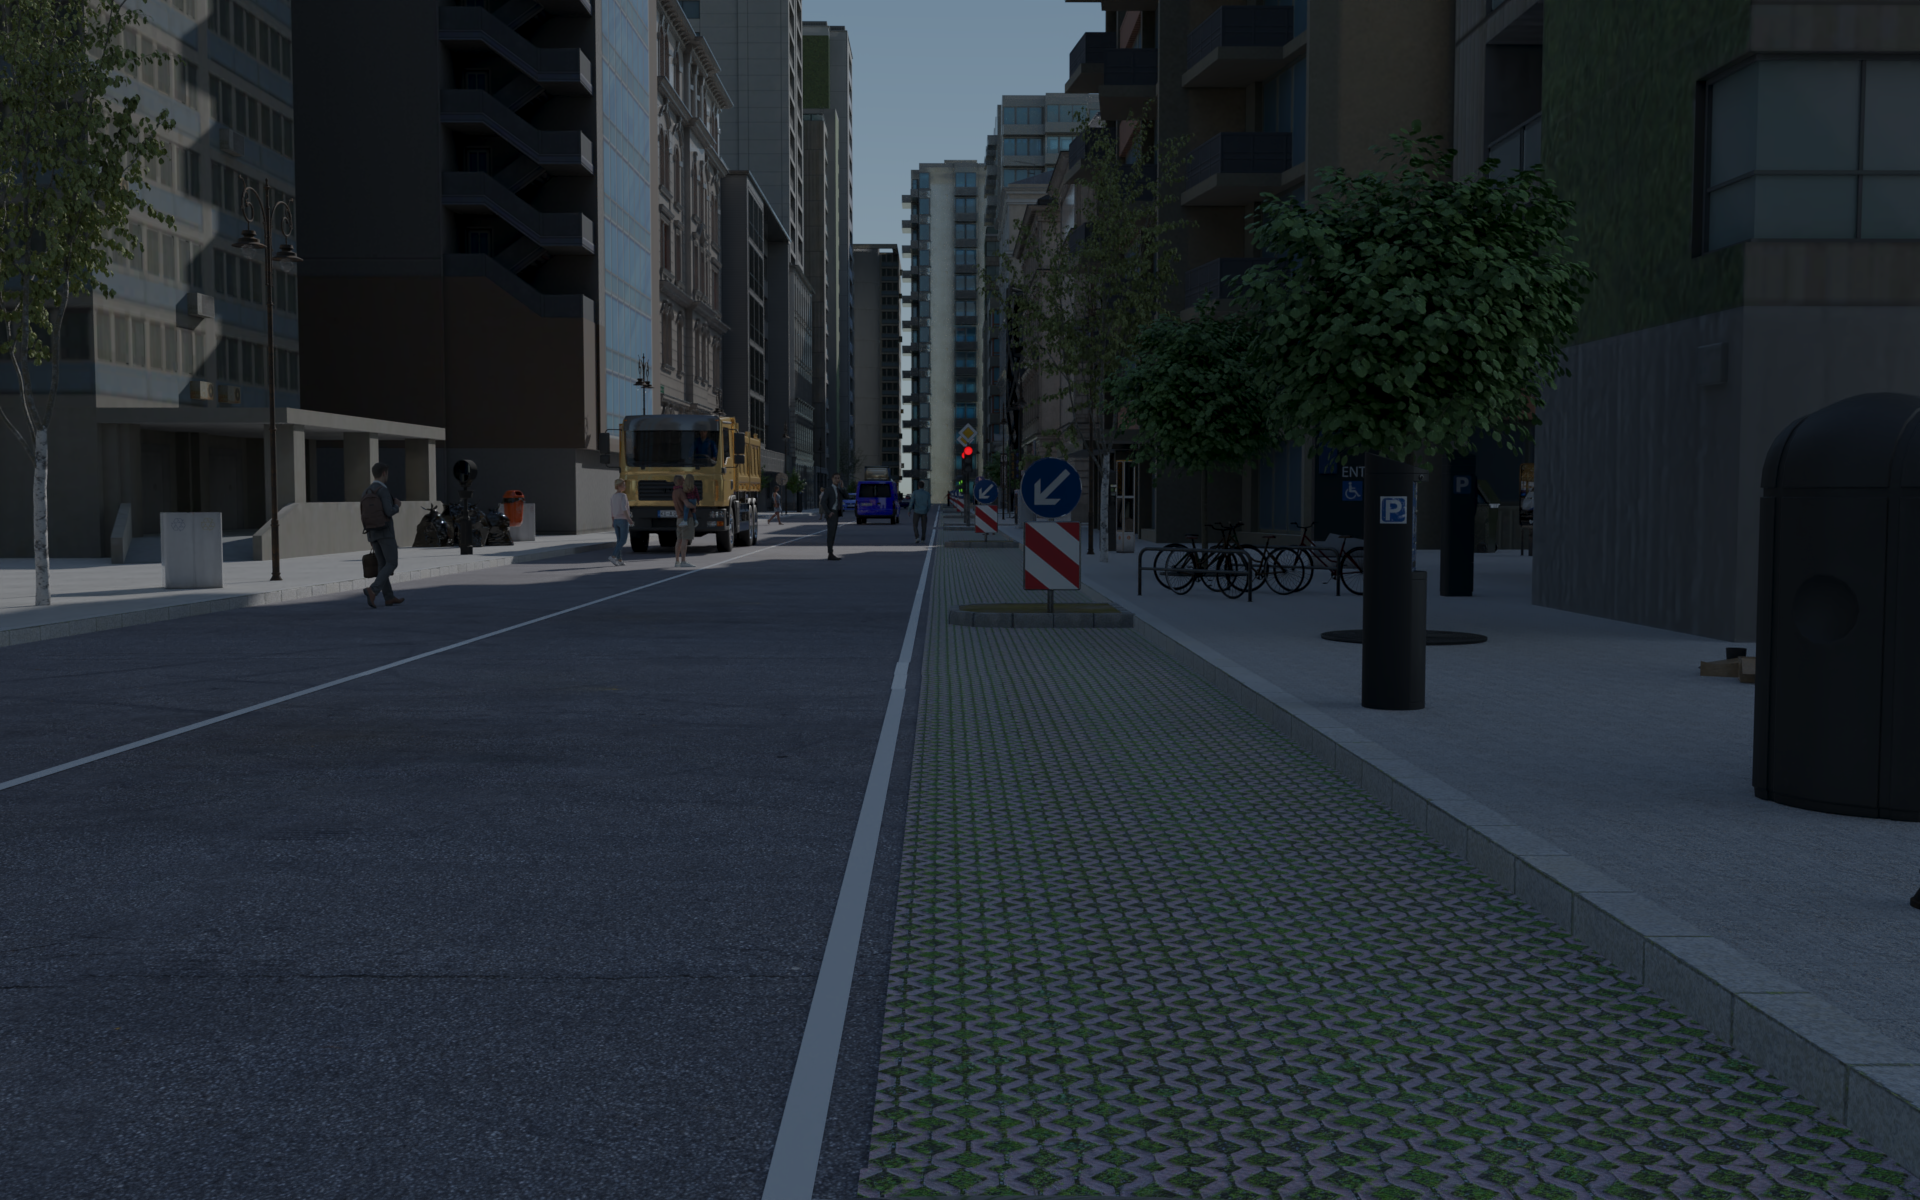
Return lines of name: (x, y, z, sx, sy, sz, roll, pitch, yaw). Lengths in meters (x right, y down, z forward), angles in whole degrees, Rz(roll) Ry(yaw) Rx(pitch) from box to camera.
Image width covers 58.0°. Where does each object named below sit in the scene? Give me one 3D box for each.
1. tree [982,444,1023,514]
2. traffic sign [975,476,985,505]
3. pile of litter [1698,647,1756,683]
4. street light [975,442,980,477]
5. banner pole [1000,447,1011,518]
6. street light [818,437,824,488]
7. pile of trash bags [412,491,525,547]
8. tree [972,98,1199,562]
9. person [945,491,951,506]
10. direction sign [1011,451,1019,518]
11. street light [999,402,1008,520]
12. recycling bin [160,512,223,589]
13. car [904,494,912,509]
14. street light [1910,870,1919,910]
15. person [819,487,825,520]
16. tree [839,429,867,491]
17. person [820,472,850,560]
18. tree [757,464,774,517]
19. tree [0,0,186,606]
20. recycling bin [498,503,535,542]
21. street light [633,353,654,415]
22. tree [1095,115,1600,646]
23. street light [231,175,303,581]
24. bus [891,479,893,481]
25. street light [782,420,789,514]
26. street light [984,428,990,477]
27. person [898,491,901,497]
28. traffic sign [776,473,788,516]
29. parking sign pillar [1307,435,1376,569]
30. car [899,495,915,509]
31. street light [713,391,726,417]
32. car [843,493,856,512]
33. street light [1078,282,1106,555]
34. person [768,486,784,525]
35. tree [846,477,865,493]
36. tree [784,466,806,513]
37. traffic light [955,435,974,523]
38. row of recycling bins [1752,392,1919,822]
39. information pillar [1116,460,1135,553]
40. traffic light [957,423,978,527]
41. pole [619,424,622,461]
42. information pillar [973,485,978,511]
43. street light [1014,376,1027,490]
tree: (3.097, -7.921, 113.225, 4.285, 4.588, 4.351, 0, 3, 0)
traffic sign: (1.449, -7.536, 123.324, 0.768, 2.556, 0.104, 0, 4, 6)
pile of litter: (5.841, 0.132, 11.800, 1.176, 0.858, 1.719, -1, 4, -12)
street light: (1.546, -10.881, 150.696, 0.468, 5.910, 1.993, 0, 4, -1)
banner pole: (2.473, -6.268, 92.493, 0.863, 3.779, 0.401, 3, 4, 36)
street light: (-11.295, -10.251, 140.384, 0.468, 5.910, 1.993, 0, 4, -1)
pile of trash bags: (-11.951, -2.042, 43.141, 1.912, 1.369, 3.447, 1, 4, 20)
tree: (2.607, -5.028, 32.576, 4.737, 8.622, 4.395, 0, 3, 0)
person: (-1.356, -11.759, 200.697, 0.705, 1.831, 1.348, 3, 4, 38)
direction sign: (2.895, -6.059, 91.067, 0.379, 3.537, 0.876, -2, 4, -25)
street light: (2.177, -6.974, 86.821, 0.468, 5.910, 1.993, 0, 4, -1)
recycling bin: (-10.524, -0.683, 23.721, 0.722, 1.027, 0.722, -2, 4, -28)
car: (-4.689, -9.983, 172.259, 2.155, 1.783, 4.494, 0, 4, 0)
street light: (3.047, -1.982, 5.189, 0.468, 5.910, 1.993, 0, 4, -1)
person: (-7.550, -5.327, 95.829, 0.641, 1.798, 0.478, 2, 4, 33)
tree: (-12.459, -14.712, 190.904, 4.360, 8.622, 3.978, 0, 3, 0)
person: (-2.703, -1.823, 37.669, 0.474, 1.900, 0.648, 2, 4, 24)
tree: (-11.324, -6.165, 95.398, 1.663, 3.219, 1.824, 0, 3, 0)
tree: (-10.766, -4.251, 19.866, 4.737, 8.622, 4.395, 0, 3, 0)
recycling bin: (-12.056, -2.114, 47.116, 0.722, 1.027, 0.722, 1, 4, 21)
street light: (-10.381, -5.150, 56.996, 0.468, 5.910, 1.993, 0, 4, -1)
tree: (3.862, -1.923, 15.161, 4.285, 4.588, 4.351, 0, 3, 0)
street light: (-10.145, -3.225, 25.518, 0.468, 5.910, 1.993, 0, 4, -1)
bus: (-9.196, -12.724, 202.896, 2.948, 3.499, 13.247, 0, 3, 0)
street light: (-10.932, -8.315, 108.736, 0.468, 5.910, 1.993, 0, 4, -1)
street light: (1.857, -8.946, 119.047, 0.468, 5.910, 1.993, 0, 4, -1)
person: (-7.026, -11.858, 202.385, 0.705, 1.822, 1.348, -1, 4, -17)
traffic sign: (-10.570, -6.275, 102.704, 0.768, 2.556, 0.104, 0, 4, 8)
parking sign pillar: (6.846, -2.561, 30.338, 1.447, 3.967, 1.447, 0, 4, 4)
car: (-5.042, -9.165, 162.435, 1.945, 1.354, 3.894, 0, 4, 0)
street light: (-10.619, -6.343, 76.499, 0.468, 5.910, 1.993, 0, 4, -1)
car: (-8.786, -8.001, 140.407, 1.945, 1.707, 3.694, 0, 4, -1)
street light: (2.777, -3.904, 36.623, 0.468, 5.910, 1.993, 0, 4, -1)
person: (-8.553, -4.386, 80.307, 0.778, 1.811, 0.616, 0, 4, 3)
tree: (-12.037, -12.302, 195.738, 1.663, 3.219, 1.824, 0, 3, 0)
tree: (-11.334, -7.641, 119.533, 1.663, 3.219, 1.824, 0, 3, 0)
traffic light: (0.221, -5.349, 76.383, 0.839, 4.253, 0.868, 0, 4, -1)
row of recycling bins: (5.119, -0.017, 7.388, 3.534, 1.692, 1.069, -1, 4, -12)
information pillar: (3.598, -2.027, 37.639, 0.304, 2.012, 0.304, -2, 4, -26)
traffic light: (0.304, -4.861, 68.398, 0.839, 4.253, 0.868, 0, 4, -1)
pole: (-9.771, -3.449, 50.242, 0.158, 3.312, 0.155, 0, 3, 0)
information pillar: (1.187, -7.884, 133.393, 0.304, 2.012, 0.304, -2, 4, -23)
street light: (2.382, -5.827, 68.055, 0.468, 5.910, 1.993, 0, 4, -1)
